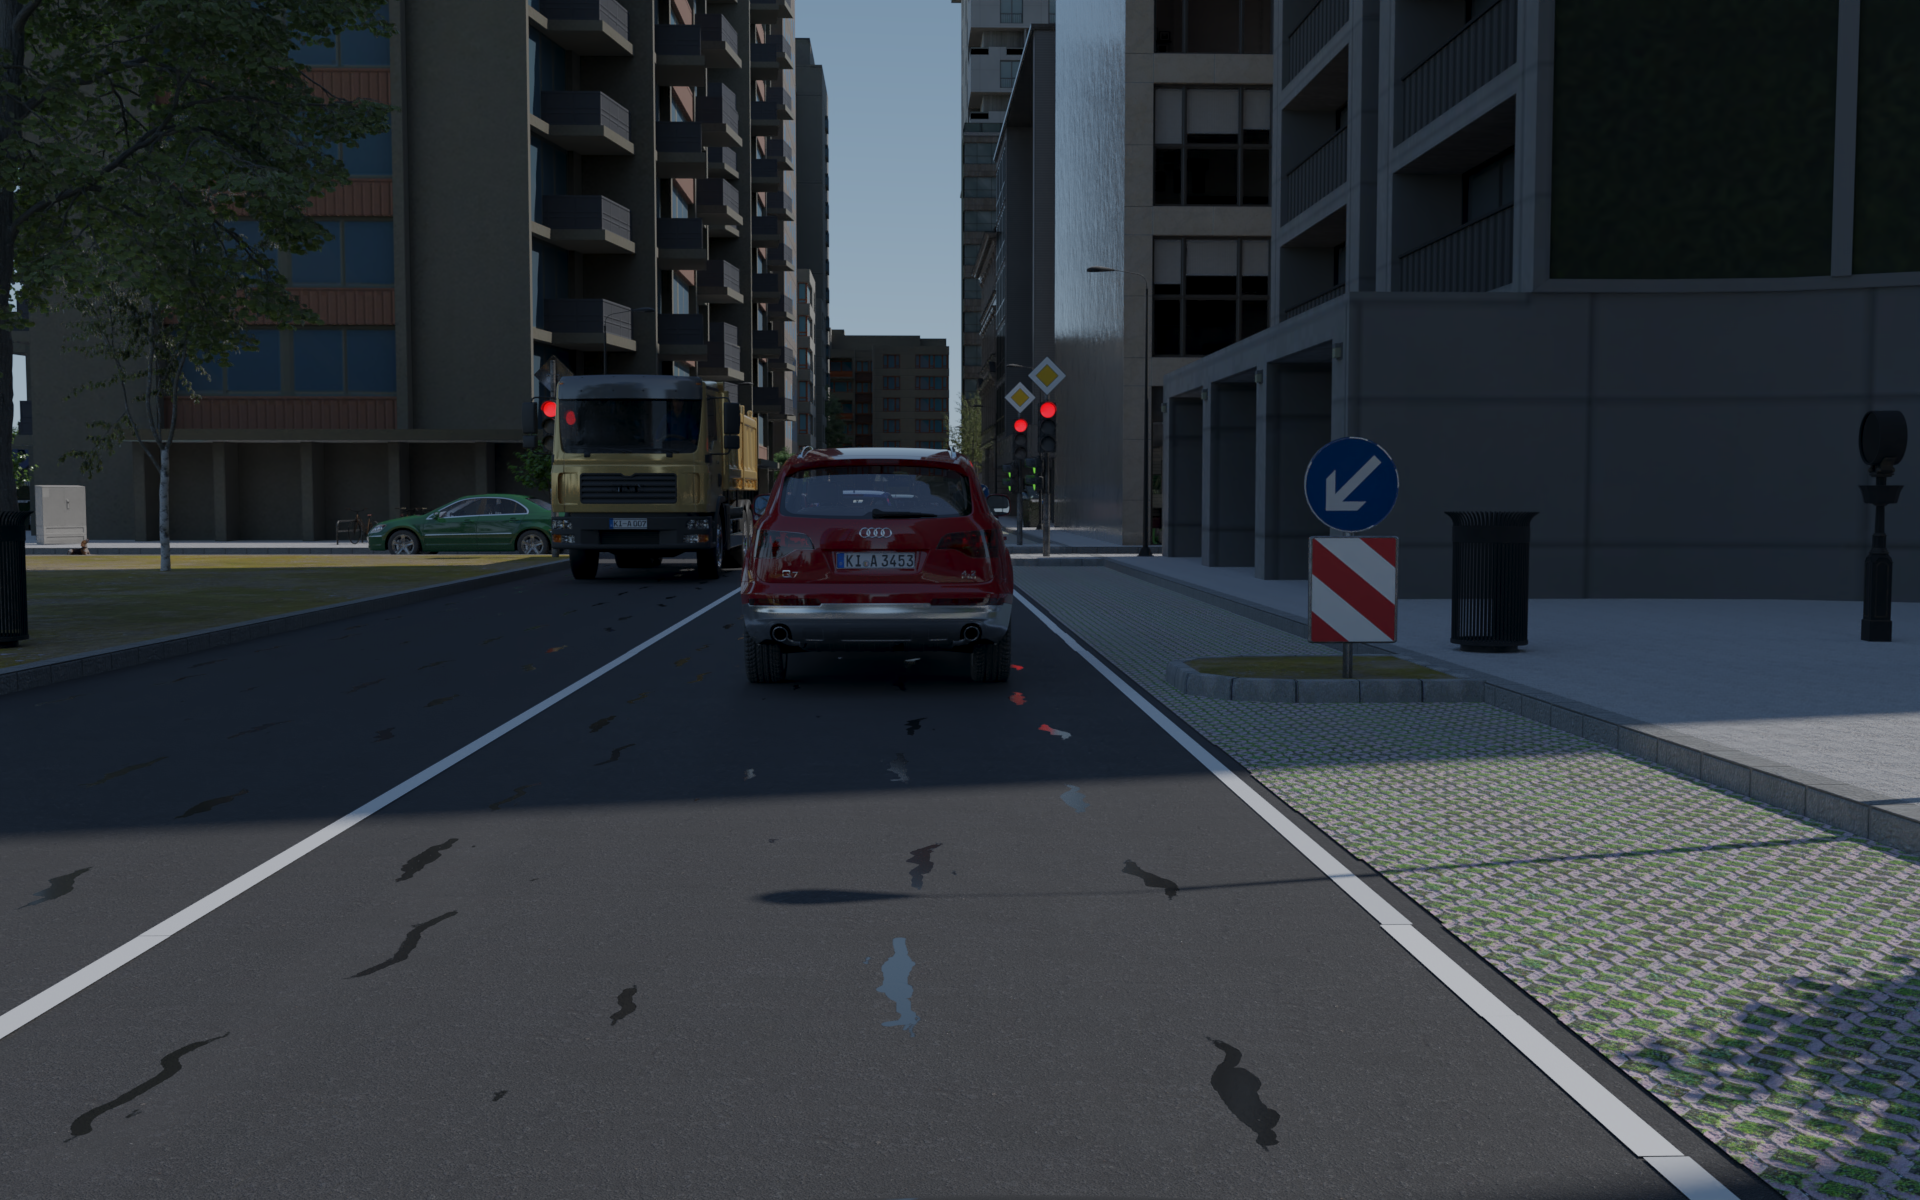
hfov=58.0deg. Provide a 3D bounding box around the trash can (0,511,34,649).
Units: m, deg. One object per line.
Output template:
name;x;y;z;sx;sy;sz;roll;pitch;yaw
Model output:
trash can;-8.145;-0.173;14.479;0.748;1.137;0.748;0;3;0

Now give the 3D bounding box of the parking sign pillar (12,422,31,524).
parking sign pillar;-34.477;-4.630;64.165;1.447;3.967;1.447;2;4;27

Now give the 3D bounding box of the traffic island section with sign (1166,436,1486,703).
traffic island section with sign;2.576;-0.252;12.746;1.989;1.847;2.006;0;4;-2

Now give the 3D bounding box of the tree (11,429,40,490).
tree;-24.353;-2.991;43.508;1.663;3.219;1.824;0;3;0

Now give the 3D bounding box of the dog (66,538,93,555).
dog;-20.338;-1.214;40.045;0.550;0.427;0.748;-3;5;-43

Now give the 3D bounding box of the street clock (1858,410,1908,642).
street clock;7.999;-0.642;15.061;0.358;2.002;0.471;0;4;6

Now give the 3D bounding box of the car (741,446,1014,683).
car;-0.669;-0.369;14.704;2.281;1.827;5.304;0;4;-2

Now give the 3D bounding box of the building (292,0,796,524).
building;-20.789;-27.028;96.526;22.147;44.769;28.867;0;4;-2

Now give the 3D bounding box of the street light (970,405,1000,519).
street light;1.344;-7.203;90.311;1.470;5.913;1.316;0;4;-2

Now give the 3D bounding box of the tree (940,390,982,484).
tree;1.634;-10.792;126.808;4.737;8.622;4.395;0;3;0

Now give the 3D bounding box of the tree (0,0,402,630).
tree;-8.930;-6.017;16.502;7.486;12.596;7.792;0;3;0

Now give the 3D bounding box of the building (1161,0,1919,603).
building;14.740;-35.815;23.821;20.563;71.187;20.611;0;4;-2

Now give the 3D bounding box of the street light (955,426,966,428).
street light;0.365;-8.926;118.480;1.470;5.913;1.316;0;4;-2

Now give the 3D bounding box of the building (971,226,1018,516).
building;6.380;-14.958;109.191;10.561;19.102;19.286;0;4;-2

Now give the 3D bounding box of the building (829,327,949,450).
building;-16.151;-22.659;215.507;28.899;21.520;27.650;0;4;-2

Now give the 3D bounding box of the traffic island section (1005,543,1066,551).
traffic island section;1.521;-1.299;43.526;2.009;0.180;2.903;0;4;-2

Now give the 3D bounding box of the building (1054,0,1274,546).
building;20.706;-15.167;52.494;34.151;26.468;19.350;0;4;-2

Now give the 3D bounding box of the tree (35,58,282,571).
tree;-13.391;-4.805;28.932;4.360;8.622;3.978;0;3;0

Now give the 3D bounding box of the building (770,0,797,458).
building;-19.173;-29.042;124.954;14.600;45.320;14.200;0;4;-2

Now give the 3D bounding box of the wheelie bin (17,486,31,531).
wheelie bin;-32.958;-3.222;60.587;0.980;1.594;0.693;-3;5;-43

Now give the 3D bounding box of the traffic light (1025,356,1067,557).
traffic light;1.754;-2.845;35.430;0.839;4.253;0.868;0;4;-2

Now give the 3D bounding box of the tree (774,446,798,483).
tree;-11.777;-8.146;116.902;4.285;4.588;4.351;0;3;0

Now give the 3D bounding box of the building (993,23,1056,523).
building;9.515;-16.234;84.488;14.314;24.678;30.058;0;4;-2

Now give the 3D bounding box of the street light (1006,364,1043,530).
street light;2.346;-5.481;62.151;1.470;5.913;1.316;0;4;-2

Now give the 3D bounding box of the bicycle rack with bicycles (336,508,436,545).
bicycle rack with bicycles;-14.655;-1.911;44.632;2.852;0.926;2.925;0;4;2

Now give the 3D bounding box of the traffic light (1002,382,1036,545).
traffic light;1.480;-3.333;43.410;0.839;4.253;0.868;0;4;-2

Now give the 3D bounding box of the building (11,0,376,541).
building;-19.261;-24.735;59.043;22.147;44.769;28.867;0;4;-2

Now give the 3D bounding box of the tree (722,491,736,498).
tree;-10.646;-5.230;80.109;1.663;3.219;1.824;0;3;0

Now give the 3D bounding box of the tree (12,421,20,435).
tree;-40.784;-5.608;75.410;4.285;4.588;4.351;0;3;0

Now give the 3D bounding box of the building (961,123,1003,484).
building;7.039;-22.410;138.111;14.160;30.474;14.107;0;4;-2

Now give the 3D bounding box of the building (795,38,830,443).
building;-24.709;-34.139;181.874;21.600;48.544;21.300;0;4;-2

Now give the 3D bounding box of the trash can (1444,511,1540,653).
trash can;4.335;-0.153;14.163;0.748;1.137;0.748;0;3;0

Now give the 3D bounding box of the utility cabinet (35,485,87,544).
utility cabinet;-22.848;-2.162;44.034;0.318;1.500;1.173;2;4;28

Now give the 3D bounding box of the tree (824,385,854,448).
tree;-13.959;-15.267;167.740;7.486;12.596;7.792;0;3;0

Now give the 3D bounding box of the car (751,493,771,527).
car;-5.542;-2.802;54.846;2.155;1.783;4.494;0;4;0

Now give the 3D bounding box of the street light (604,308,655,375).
street light;-8.298;-4.326;43.275;1.470;5.913;1.316;0;4;-2

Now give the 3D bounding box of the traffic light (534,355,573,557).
traffic light;-8.201;-2.823;35.074;0.839;4.253;0.868;0;4;-2

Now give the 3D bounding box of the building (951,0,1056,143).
building;13.936;-34.857;159.151;28.713;52.752;27.495;0;4;-2

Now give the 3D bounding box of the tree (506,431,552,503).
tree;-9.948;-2.895;41.935;1.663;3.219;1.824;0;3;0

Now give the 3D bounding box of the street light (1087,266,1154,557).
street light;3.278;-3.849;35.469;1.470;5.913;1.316;0;4;-2

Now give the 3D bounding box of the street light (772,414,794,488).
street light;-10.315;-7.834;100.625;1.470;5.913;1.316;0;4;-2

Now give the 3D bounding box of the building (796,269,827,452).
building;-25.830;-18.479;147.178;27.650;21.520;28.899;0;4;-2

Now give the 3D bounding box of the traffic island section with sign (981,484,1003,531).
traffic island section with sign;0.673;-3.655;68.395;1.989;1.847;2.006;0;4;-2

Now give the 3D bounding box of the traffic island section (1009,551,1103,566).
traffic island section;1.795;-0.811;35.545;2.009;0.180;2.903;0;4;-2

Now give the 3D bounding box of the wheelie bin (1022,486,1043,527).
wheelie bin;2.745;-3.593;66.657;0.980;1.594;0.693;-2;4;-32

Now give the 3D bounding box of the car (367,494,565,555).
car;-10.673;-1.634;38.518;4.920;1.459;2.131;0;4;-1

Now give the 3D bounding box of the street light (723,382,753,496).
street light;-9.308;-6.092;72.151;1.470;5.913;1.316;0;4;-2

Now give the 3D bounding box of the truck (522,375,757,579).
truck;-5.352;-2.164;31.304;3.469;3.379;9.791;0;4;-2
